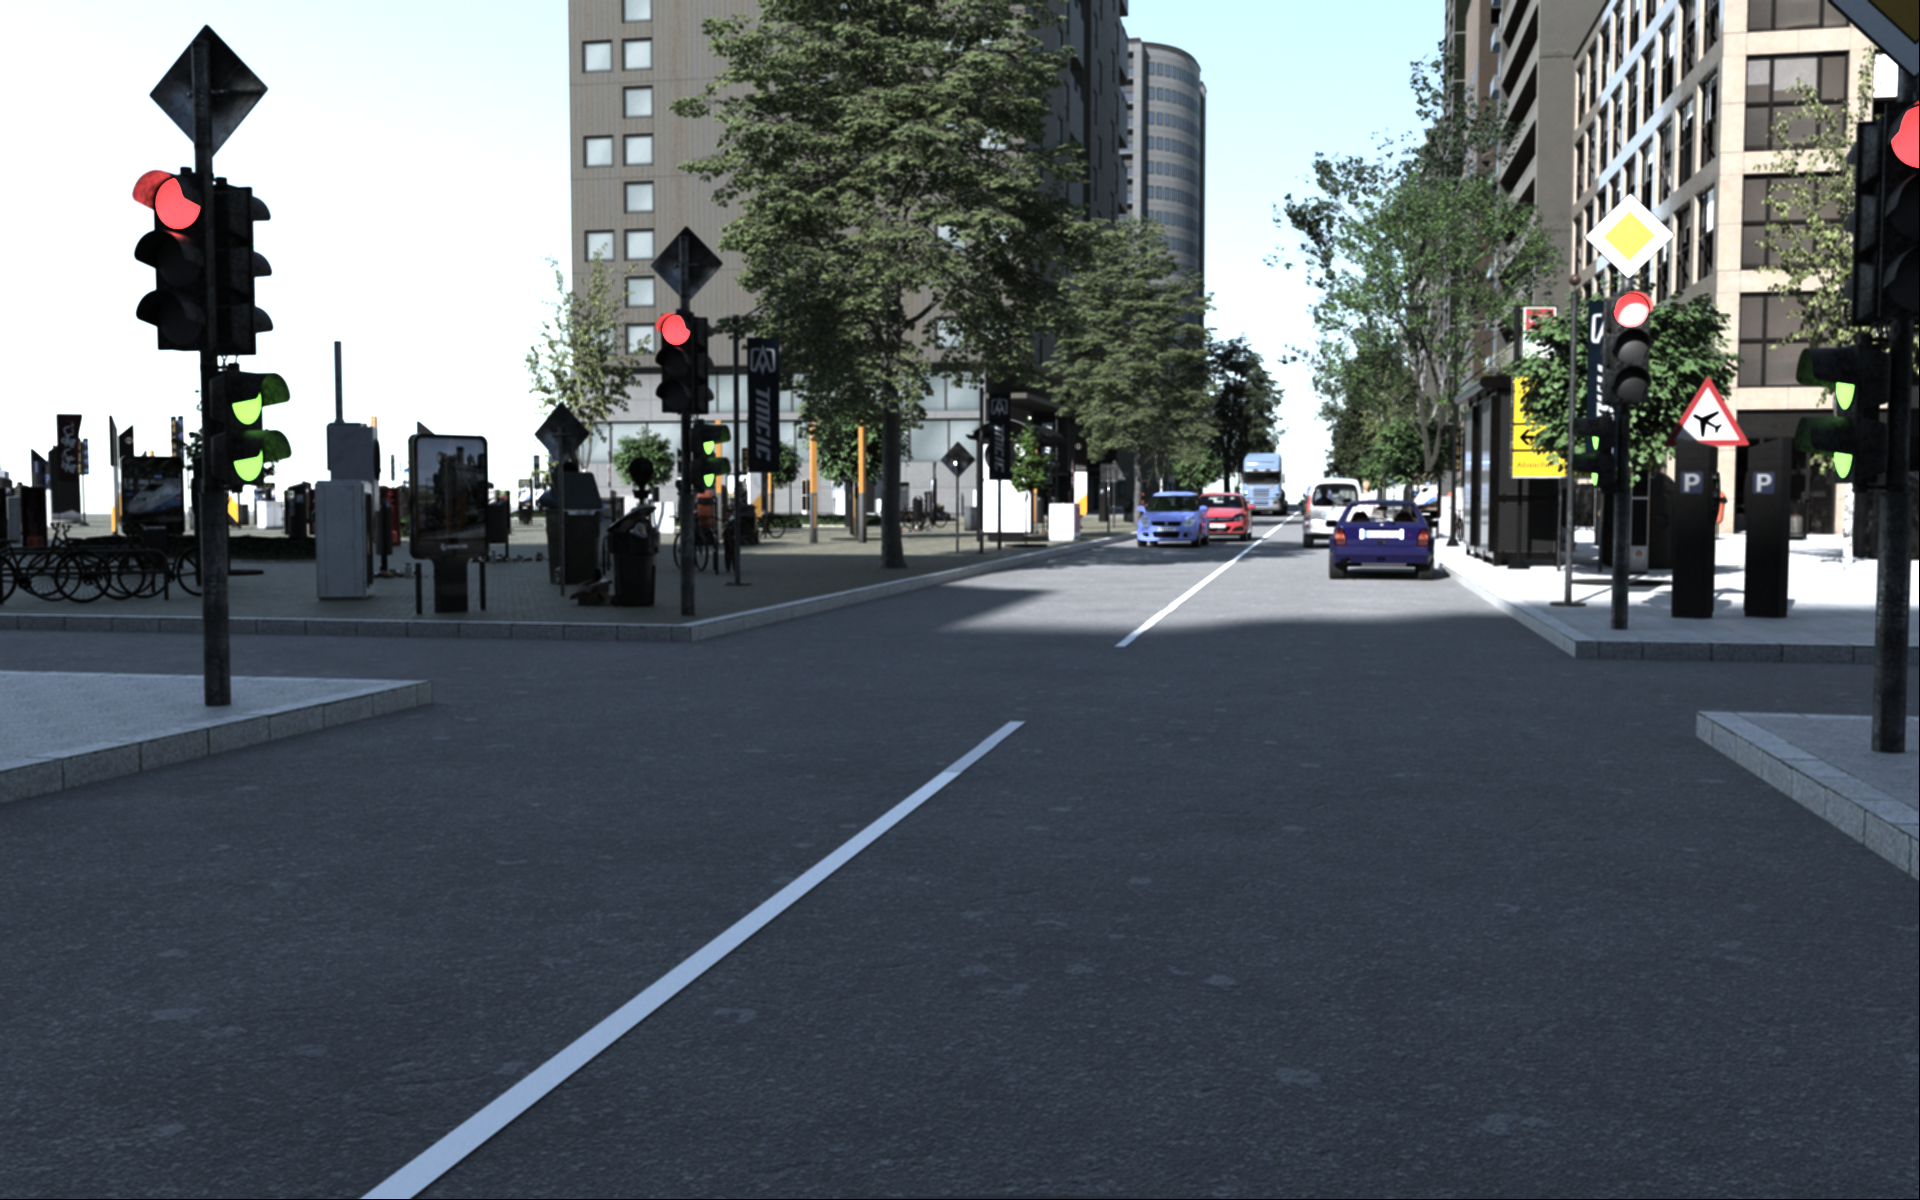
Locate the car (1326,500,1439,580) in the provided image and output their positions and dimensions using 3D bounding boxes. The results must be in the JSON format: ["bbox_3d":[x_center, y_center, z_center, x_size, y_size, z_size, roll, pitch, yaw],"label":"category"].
[{"bbox_3d":[7.383,-1.085,30.325,1.945,1.354,3.894,1,4,14],"label":"car"}]

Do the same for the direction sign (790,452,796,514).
[{"bbox_3d":[-9.201,-6.239,94.006,0.876,3.537,0.379,3,5,44],"label":"direction sign"}]

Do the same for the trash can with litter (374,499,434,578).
[{"bbox_3d":[-8.984,-0.991,27.265,1.678,1.210,2.233,-1,4,-22],"label":"trash can with litter"}]

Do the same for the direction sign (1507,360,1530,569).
[{"bbox_3d":[9.594,-2.303,29.645,0.379,3.537,0.876,2,4,29],"label":"direction sign"}]

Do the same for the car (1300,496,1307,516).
[{"bbox_3d":[23.889,-6.383,116.158,2.131,1.459,4.920,1,4,13],"label":"car"}]

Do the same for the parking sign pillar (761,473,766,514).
[{"bbox_3d":[-9.461,-5.712,81.865,1.447,3.967,1.447,0,4,1],"label":"parking sign pillar"}]

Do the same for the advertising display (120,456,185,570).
[{"bbox_3d":[-13.726,-1.483,29.466,0.974,1.923,0.123,-2,4,-34],"label":"advertising display"}]

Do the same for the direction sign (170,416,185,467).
[{"bbox_3d":[-22.684,-3.564,50.274,0.876,3.537,0.379,3,5,45],"label":"direction sign"}]

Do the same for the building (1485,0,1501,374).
[{"bbox_3d":[49.742,-30.775,122.787,23.786,49.044,30.456,1,4,12],"label":"building"}]

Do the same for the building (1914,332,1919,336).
[{"bbox_3d":[40.789,-15.238,25.555,44.131,29.872,17.030,1,4,12],"label":"building"}]

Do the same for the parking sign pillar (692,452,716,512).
[{"bbox_3d":[-11.967,-5.712,81.858,1.447,3.967,1.447,-2,4,-32],"label":"parking sign pillar"}]

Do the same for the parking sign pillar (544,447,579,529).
[{"bbox_3d":[-14.567,-4.598,63.644,1.447,3.967,1.447,3,5,39],"label":"parking sign pillar"}]

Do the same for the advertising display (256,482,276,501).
[{"bbox_3d":[-38.336,-5.535,95.703,0.974,1.923,0.123,-2,4,-26],"label":"advertising display"}]

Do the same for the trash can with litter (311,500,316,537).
[{"bbox_3d":[-15.202,-1.879,42.110,1.055,1.170,0.624,1,4,11],"label":"trash can with litter"}]

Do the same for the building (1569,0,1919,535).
[{"bbox_3d":[36.909,-16.198,69.357,19.350,26.468,34.151,1,4,12],"label":"building"}]

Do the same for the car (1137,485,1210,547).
[{"bbox_3d":[5.901,-2.334,47.746,1.945,1.707,3.694,1,4,13],"label":"car"}]

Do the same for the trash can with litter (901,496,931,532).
[{"bbox_3d":[-1.757,-2.956,59.389,1.678,1.210,2.233,2,4,33],"label":"trash can with litter"}]

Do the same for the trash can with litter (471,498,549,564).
[{"bbox_3d":[-8.493,-1.351,33.141,1.678,1.210,2.233,2,4,33],"label":"trash can with litter"}]

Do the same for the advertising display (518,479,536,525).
[{"bbox_3d":[-18.146,-4.107,72.358,0.974,1.923,0.123,3,5,45],"label":"advertising display"}]

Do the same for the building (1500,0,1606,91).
[{"bbox_3d":[42.560,-28.994,97.758,21.300,48.544,21.600,1,4,12],"label":"building"}]

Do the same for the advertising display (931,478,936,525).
[{"bbox_3d":[-1.091,-4.053,71.478,0.123,1.923,0.974,0,4,-8],"label":"advertising display"}]

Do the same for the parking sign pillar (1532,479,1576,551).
[{"bbox_3d":[13.378,-3.129,39.625,1.447,3.967,1.447,0,4,2],"label":"parking sign pillar"}]

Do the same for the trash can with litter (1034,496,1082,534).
[{"bbox_3d":[2.764,-2.704,55.274,2.233,1.210,1.678,1,4,19],"label":"trash can with litter"}]

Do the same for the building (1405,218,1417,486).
[{"bbox_3d":[67.851,-33.733,235.136,14.154,41.232,14.086,1,4,12],"label":"building"}]

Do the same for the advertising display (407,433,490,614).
[{"bbox_3d":[-5.543,-0.832,18.818,0.123,1.923,0.974,3,4,36],"label":"advertising display"}]

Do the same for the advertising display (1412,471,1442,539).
[{"bbox_3d":[13.319,-2.708,49.485,0.123,1.923,0.974,-2,4,-34],"label":"advertising display"}]

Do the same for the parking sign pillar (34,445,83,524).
[{"bbox_3d":[-38.844,-5.290,74.971,1.447,3.967,1.447,2,4,35],"label":"parking sign pillar"}]

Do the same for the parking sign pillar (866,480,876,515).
[{"bbox_3d":[-4.051,-5.421,77.107,1.447,3.967,1.447,0,4,-7],"label":"parking sign pillar"}]

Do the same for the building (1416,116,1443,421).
[{"bbox_3d":[68.608,-36.261,216.563,21.300,48.544,21.600,1,4,12],"label":"building"}]

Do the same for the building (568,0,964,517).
[{"bbox_3d":[-6.904,-31.853,110.043,28.713,52.752,27.495,1,4,12],"label":"building"}]

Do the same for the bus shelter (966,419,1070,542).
[{"bbox_3d":[1.706,-3.364,48.919,2.014,3.302,5.546,1,4,12],"label":"bus shelter"}]

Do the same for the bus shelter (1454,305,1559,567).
[{"bbox_3d":[11.133,-3.490,34.699,2.179,5.291,8.768,1,4,12],"label":"bus shelter"}]

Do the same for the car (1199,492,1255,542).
[{"bbox_3d":[8.065,-2.723,53.561,2.155,1.783,4.494,1,4,12],"label":"car"}]

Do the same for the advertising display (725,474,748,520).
[{"bbox_3d":[-6.945,-3.044,54.981,0.974,1.923,0.123,-1,4,-18],"label":"advertising display"}]

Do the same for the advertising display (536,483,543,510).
[{"bbox_3d":[-23.883,-5.714,98.641,0.974,1.923,0.123,3,5,44],"label":"advertising display"}]

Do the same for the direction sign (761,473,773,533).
[{"bbox_3d":[-6.400,-3.991,57.255,0.876,3.537,0.379,0,4,0],"label":"direction sign"}]

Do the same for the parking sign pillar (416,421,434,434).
[{"bbox_3d":[-19.427,-4.591,63.541,1.447,3.967,1.447,1,4,22],"label":"parking sign pillar"}]

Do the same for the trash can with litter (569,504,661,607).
[{"bbox_3d":[-3.977,-0.519,19.877,1.055,1.170,0.624,1,4,15],"label":"trash can with litter"}]

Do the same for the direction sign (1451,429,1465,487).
[{"bbox_3d":[17.415,-4.159,59.995,0.876,3.537,0.379,3,5,40],"label":"direction sign"}]

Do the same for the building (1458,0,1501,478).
[{"bbox_3d":[49.991,-30.322,145.868,14.600,45.320,14.200,1,4,12],"label":"building"}]

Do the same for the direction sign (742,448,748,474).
[{"bbox_3d":[-10.424,-5.725,85.603,0.379,3.537,0.876,3,5,41],"label":"direction sign"}]

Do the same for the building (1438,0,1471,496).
[{"bbox_3d":[63.298,-46.312,195.458,20.563,71.187,20.611,1,4,12],"label":"building"}]

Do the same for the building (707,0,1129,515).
[{"bbox_3d":[-1.316,-33.497,136.914,28.713,52.752,27.495,1,4,12],"label":"building"}]

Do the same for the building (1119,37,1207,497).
[{"bbox_3d":[20.524,-41.868,226.545,21.231,58.520,28.212,1,4,12],"label":"building"}]

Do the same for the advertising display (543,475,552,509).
[{"bbox_3d":[-13.054,-3.135,56.474,0.974,1.923,0.123,1,4,19],"label":"advertising display"}]

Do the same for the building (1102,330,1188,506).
[{"bbox_3d":[11.557,-21.736,200.426,27.650,21.520,28.899,1,4,12],"label":"building"}]

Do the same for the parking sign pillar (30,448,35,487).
[{"bbox_3d":[-54.389,-6.987,102.706,1.447,3.967,1.447,1,4,17],"label":"parking sign pillar"}]
